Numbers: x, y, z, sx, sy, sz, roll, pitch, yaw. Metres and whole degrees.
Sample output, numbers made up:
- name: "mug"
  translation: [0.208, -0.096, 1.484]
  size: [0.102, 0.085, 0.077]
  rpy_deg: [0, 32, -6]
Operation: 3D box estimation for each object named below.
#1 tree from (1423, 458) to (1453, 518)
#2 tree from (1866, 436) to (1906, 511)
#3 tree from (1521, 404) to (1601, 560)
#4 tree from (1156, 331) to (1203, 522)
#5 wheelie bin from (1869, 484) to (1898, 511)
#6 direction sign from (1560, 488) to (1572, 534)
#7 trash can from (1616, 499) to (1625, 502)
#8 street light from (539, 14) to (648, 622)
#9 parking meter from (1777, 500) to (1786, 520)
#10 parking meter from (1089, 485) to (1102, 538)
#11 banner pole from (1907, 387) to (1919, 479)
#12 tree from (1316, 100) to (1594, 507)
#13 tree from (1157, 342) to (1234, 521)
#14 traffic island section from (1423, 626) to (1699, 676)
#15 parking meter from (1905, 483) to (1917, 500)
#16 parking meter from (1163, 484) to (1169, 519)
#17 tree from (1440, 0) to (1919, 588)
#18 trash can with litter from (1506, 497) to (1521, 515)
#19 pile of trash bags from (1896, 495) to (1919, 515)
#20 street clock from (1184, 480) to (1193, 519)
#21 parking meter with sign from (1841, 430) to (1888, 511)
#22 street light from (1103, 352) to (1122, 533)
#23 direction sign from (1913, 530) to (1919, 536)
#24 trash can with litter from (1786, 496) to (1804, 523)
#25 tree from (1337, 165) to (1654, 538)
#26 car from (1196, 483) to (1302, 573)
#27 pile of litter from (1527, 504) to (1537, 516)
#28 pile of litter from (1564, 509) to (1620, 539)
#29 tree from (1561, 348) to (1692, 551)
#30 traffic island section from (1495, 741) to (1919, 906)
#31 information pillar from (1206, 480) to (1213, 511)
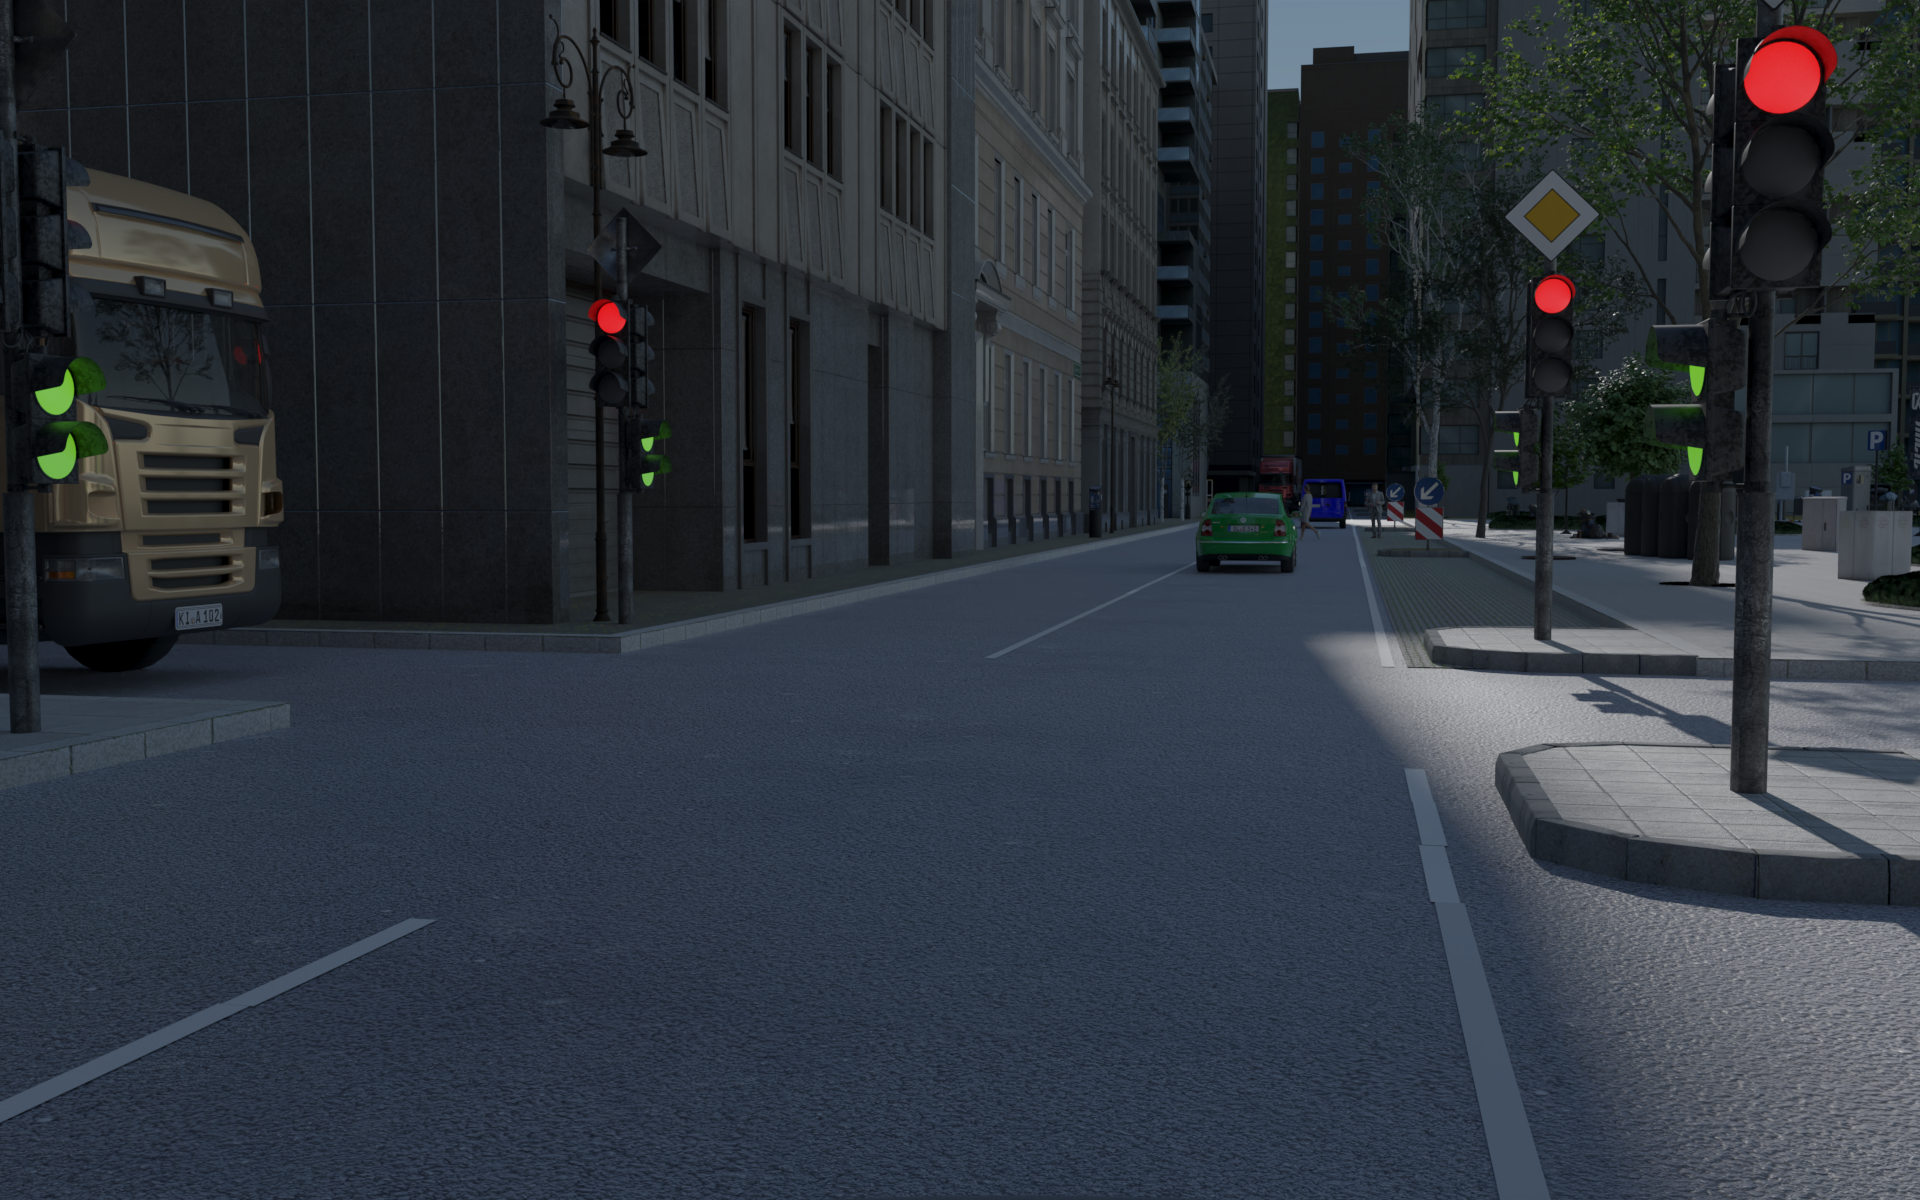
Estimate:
- name: "tree"
  translation: [25.604, -5.989, 92.525]
  size: [1.663, 3.219, 1.824]
  rpy_deg: [0, 3, 0]
- name: "tree"
  translation: [31.009, -3.836, 57.322]
  size: [1.663, 3.219, 1.824]
  rpy_deg: [0, 3, 0]
- name: "tree"
  translation: [11.476, -2.410, 33.999]
  size: [1.663, 3.219, 1.824]
  rpy_deg: [0, 3, 0]
- name: "tree"
  translation: [8.969, -7.821, 78.240]
  size: [4.737, 8.622, 4.395]
  rpy_deg: [0, 3, 0]
- name: "wheelie bin"
  translation: [27.749, -2.714, 52.289]
  size: [0.980, 1.594, 0.693]
  rpy_deg: [3, 4, 36]
- name: "direction sign"
  translation: [19.424, -3.879, 55.422]
  size: [0.379, 3.537, 0.876]
  rpy_deg: [1, 4, 21]
- name: "trash can"
  translation: [20.686, -2.568, 53.632]
  size: [0.748, 1.137, 0.748]
  rpy_deg: [0, 3, 0]
- name: "street light"
  translation: [-3.620, -2.725, 17.336]
  size: [0.468, 5.910, 1.993]
  rpy_deg: [1, 4, 12]
- name: "parking meter"
  translation: [39.912, -4.633, 84.157]
  size: [0.372, 1.533, 0.369]
  rpy_deg: [0, 3, 0]
- name: "parking meter"
  translation: [3.984, -2.601, 50.942]
  size: [0.372, 1.533, 0.369]
  rpy_deg: [0, 3, 0]
- name: "banner pole"
  translation: [19.849, -2.785, 35.557]
  size: [0.863, 3.779, 0.401]
  rpy_deg: [0, 4, -1]
- name: "tree"
  translation: [23.128, -13.795, 81.445]
  size: [12.611, 20.169, 13.585]
  rpy_deg: [0, 3, 0]
- name: "tree"
  translation: [11.008, -8.151, 83.636]
  size: [4.360, 8.622, 3.978]
  rpy_deg: [0, 3, 0]
- name: "traffic island section"
  translation: [5.158, 0.429, 15.270]
  size: [2.009, 0.180, 2.903]
  rpy_deg: [1, 4, 12]
- name: "parking meter"
  translation: [43.665, -4.516, 79.546]
  size: [0.399, 1.863, 0.255]
  rpy_deg: [0, 4, 6]
- name: "parking meter"
  translation: [10.735, -5.204, 90.804]
  size: [0.399, 1.863, 0.255]
  rpy_deg: [0, 4, -7]
- name: "tree"
  translation: [10.400, -5.989, 23.670]
  size: [9.928, 11.665, 9.643]
  rpy_deg: [0, 3, 0]
- name: "trash can with litter"
  translation: [22.882, -3.658, 71.203]
  size: [0.624, 1.170, 1.055]
  rpy_deg: [0, 4, -4]
- name: "pile of trash bags"
  translation: [41.937, -4.115, 77.033]
  size: [3.447, 1.369, 1.912]
  rpy_deg: [2, 4, 26]
- name: "street clock"
  translation: [11.510, -5.077, 87.587]
  size: [0.471, 2.002, 0.358]
  rpy_deg: [-2, 4, -34]
- name: "parking meter with sign"
  translation: [24.312, -3.108, 47.076]
  size: [1.738, 3.016, 0.543]
  rpy_deg: [-1, 4, -23]
- name: "street light"
  translation: [4.969, -5.121, 56.512]
  size: [0.468, 5.910, 1.993]
  rpy_deg: [1, 4, 12]
- name: "direction sign"
  translation: [29.251, -3.709, 52.632]
  size: [0.379, 3.537, 0.876]
  rpy_deg: [0, 4, -7]
- name: "trash can with litter"
  translation: [37.894, -4.064, 77.507]
  size: [1.678, 1.210, 2.233]
  rpy_deg: [-2, 4, -35]
- name: "tree"
  translation: [15.243, -7.077, 50.127]
  size: [8.767, 10.594, 7.601]
  rpy_deg: [0, 4, 0]
- name: "car"
  translation: [5.520, -1.484, 33.057]
  size: [1.959, 1.807, 4.718]
  rpy_deg: [1, 4, 12]
- name: "pile of litter"
  translation: [25.568, -3.861, 77.086]
  size: [1.176, 0.858, 1.719]
  rpy_deg: [-3, 5, -43]
- name: "pile of litter"
  translation: [18.259, -2.204, 50.005]
  size: [1.176, 0.858, 1.719]
  rpy_deg: [-1, 4, -15]
- name: "tree"
  translation: [15.289, -3.389, 39.119]
  size: [4.285, 4.588, 4.351]
  rpy_deg: [0, 3, 0]
- name: "traffic island section"
  translation: [3.424, 0.906, 7.474]
  size: [2.009, 0.180, 2.903]
  rpy_deg: [1, 4, 12]
- name: "information pillar"
  translation: [12.810, -5.168, 88.991]
  size: [0.304, 2.012, 0.304]
  rpy_deg: [0, 4, 6]
